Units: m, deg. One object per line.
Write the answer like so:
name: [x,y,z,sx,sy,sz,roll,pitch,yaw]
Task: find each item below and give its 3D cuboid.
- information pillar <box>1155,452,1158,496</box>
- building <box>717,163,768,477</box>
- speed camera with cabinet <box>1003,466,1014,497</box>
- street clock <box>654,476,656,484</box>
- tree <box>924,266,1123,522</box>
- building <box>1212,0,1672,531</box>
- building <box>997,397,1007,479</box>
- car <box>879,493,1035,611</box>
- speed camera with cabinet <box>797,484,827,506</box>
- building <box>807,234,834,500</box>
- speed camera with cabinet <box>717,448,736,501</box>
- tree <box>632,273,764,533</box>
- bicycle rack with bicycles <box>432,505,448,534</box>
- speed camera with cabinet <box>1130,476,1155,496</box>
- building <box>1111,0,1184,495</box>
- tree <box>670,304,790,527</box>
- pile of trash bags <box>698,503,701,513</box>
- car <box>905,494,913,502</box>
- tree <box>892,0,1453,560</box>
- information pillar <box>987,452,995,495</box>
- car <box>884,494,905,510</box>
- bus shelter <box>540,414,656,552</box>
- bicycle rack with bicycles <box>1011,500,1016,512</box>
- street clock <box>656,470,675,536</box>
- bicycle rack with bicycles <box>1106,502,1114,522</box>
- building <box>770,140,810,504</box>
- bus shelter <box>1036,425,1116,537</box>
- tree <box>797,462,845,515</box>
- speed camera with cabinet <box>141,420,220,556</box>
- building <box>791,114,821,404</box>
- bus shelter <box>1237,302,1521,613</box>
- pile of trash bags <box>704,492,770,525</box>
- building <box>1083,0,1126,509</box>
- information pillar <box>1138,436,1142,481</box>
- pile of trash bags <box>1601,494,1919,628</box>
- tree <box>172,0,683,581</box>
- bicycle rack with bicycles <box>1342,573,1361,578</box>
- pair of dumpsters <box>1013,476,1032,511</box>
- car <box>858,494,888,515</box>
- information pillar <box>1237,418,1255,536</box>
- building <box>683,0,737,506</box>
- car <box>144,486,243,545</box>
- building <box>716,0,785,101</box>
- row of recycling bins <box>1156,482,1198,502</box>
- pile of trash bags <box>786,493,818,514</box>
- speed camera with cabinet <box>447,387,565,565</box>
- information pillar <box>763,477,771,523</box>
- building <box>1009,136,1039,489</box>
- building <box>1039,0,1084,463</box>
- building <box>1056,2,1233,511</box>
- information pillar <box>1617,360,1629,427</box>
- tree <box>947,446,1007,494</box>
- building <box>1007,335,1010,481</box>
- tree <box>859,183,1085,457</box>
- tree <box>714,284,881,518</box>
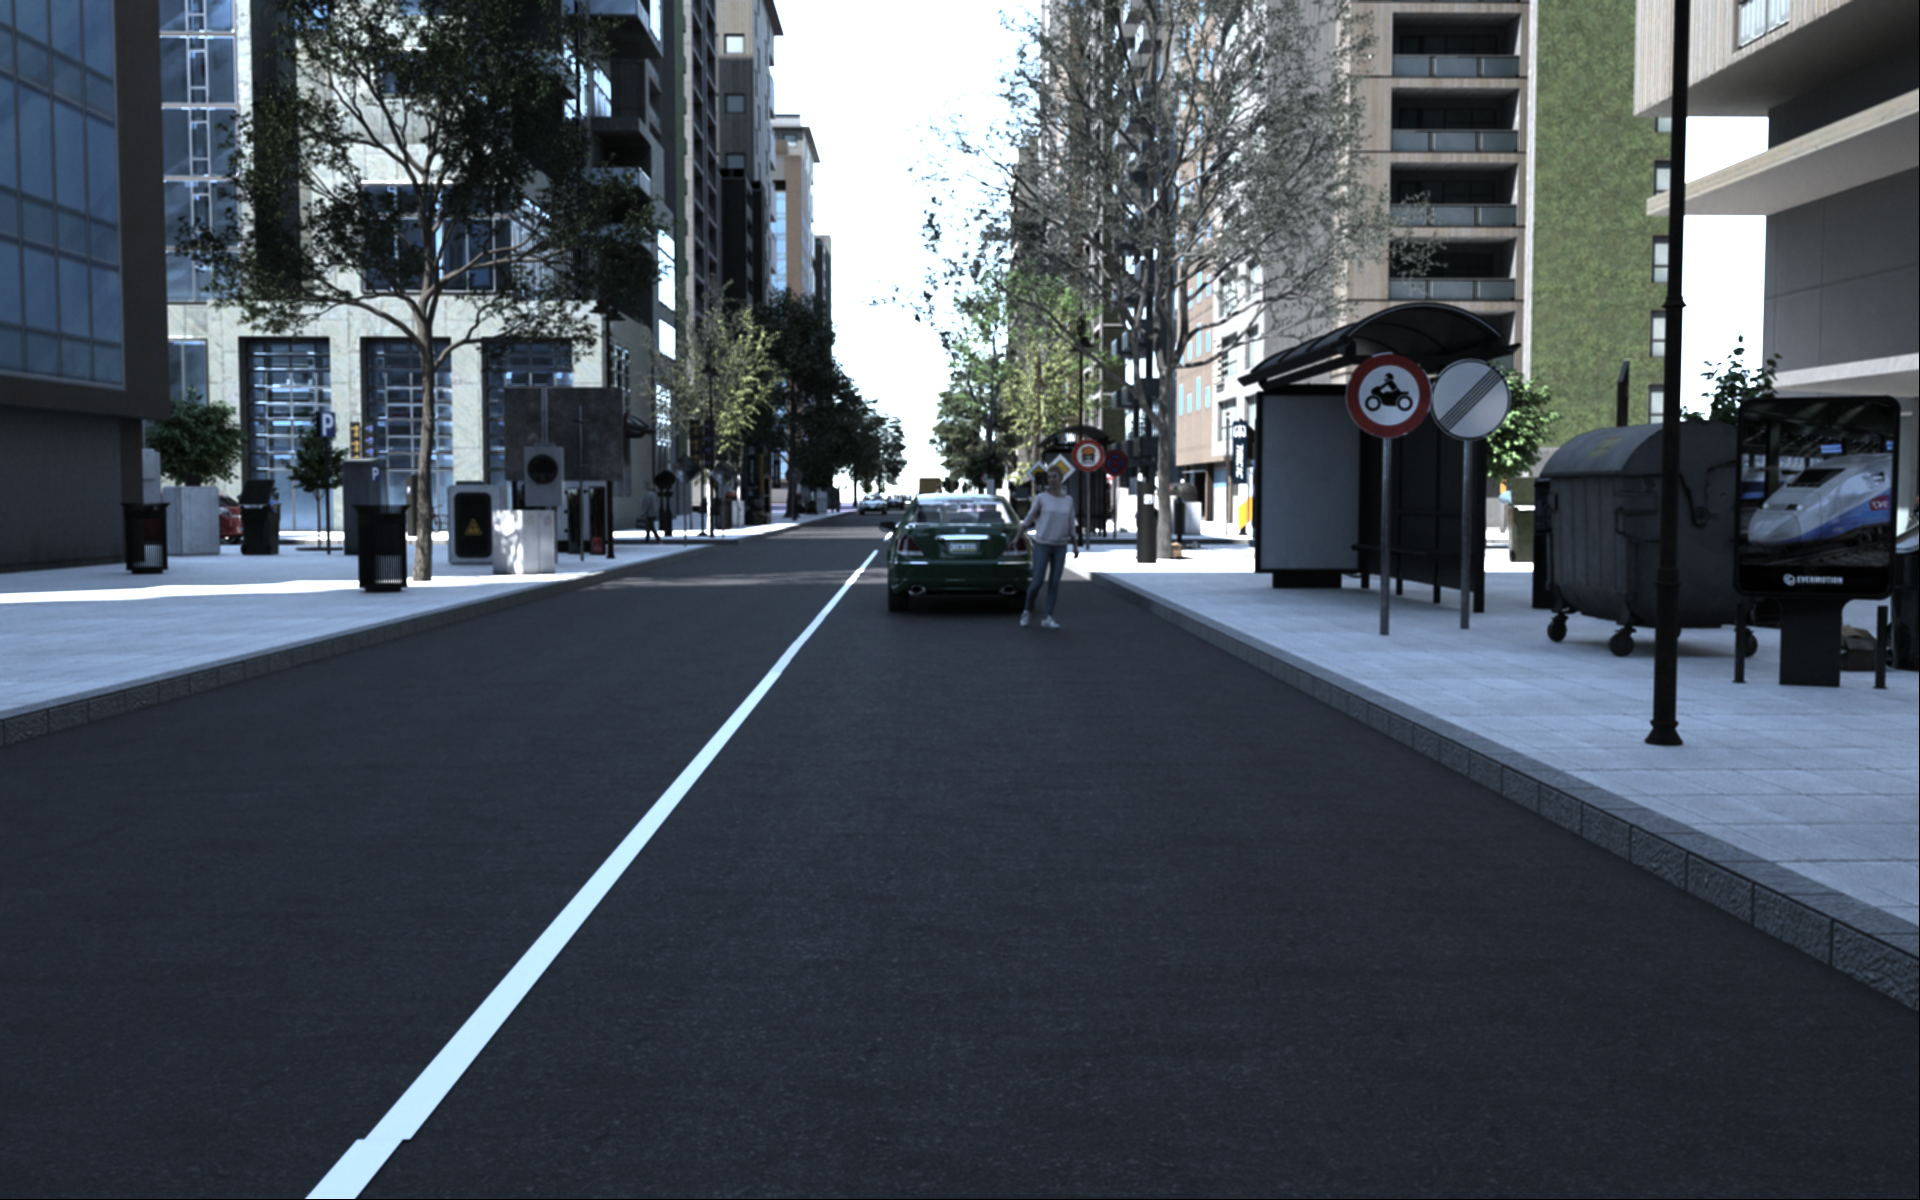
information pillar: [9.604,-5.599,82.900,0.504,3.616,0.183,1,4,18]
building: [-24.681,-23.326,153.088,14.160,30.474,14.107,0,4,-1]
speed camera with cabinet: [2.921,-7.723,120.600,0.660,3.252,2.038,3,5,44]
street clock: [-10.460,-3.435,60.733,0.471,2.002,0.358,-1,4,-19]
tree: [3.143,-9.218,76.469,9.928,11.665,9.643,0,3,0]
building: [17.616,-23.334,65.100,14.086,41.232,14.154,0,4,-1]
building: [20.186,-26.087,271.559,27.650,21.520,28.899,0,4,-1]
car: [-0.012,-0.666,22.687,2.131,1.459,4.920,0,4,-1]
speed camera with cabinet: [-10.049,-7.546,117.719,2.038,3.252,0.660,-2,4,-33]
building: [-26.808,-35.552,264.875,14.154,41.232,14.086,0,4,-1]
speed camera with cabinet: [-10.176,-4.964,75.500,0.660,3.252,2.038,0,4,-1]
tree: [-8.489,-6.515,56.877,4.360,8.622,3.978,0,3,0]
bicycle rack with bicycles: [-16.025,-2.621,56.229,2.852,0.926,2.925,-3,4,-39]
speed camera with cabinet: [9.763,-5.867,90.267,2.038,3.252,0.660,-3,4,-37]
building: [21.641,-30.008,110.236,23.786,49.044,30.456,0,4,-1]
tree: [-8.743,-7.103,66.493,4.737,8.622,4.395,0,3,0]
pile of trash bags: [-15.709,-6.388,114.199,3.447,1.369,1.912,3,5,45]
car: [-8.714,-16.606,283.311,2.131,1.459,4.920,0,4,-2]
tree: [3.898,-7.535,33.564,12.009,13.543,11.850,0,3,0]
information pillar: [1.705,-6.309,94.499,0.504,3.616,0.183,0,4,-4]
car: [-6.102,-9.251,161.040,2.009,1.686,4.222,0,4,1]
bus shelter: [-8.534,-2.852,40.556,2.014,3.302,5.546,0,4,-1]
bicycle rack with bicycles: [3.128,-5.452,102.528,2.925,0.926,2.852,-1,4,-12]
street clock: [-8.878,-2.941,52.654,0.471,2.002,0.358,3,5,43]
bicycle rack with bicycles: [6.347,-3.973,78.345,2.852,0.926,2.925,-3,4,-39]
building: [-26.806,-35.050,223.182,14.600,45.320,14.200,0,4,-1]
bus shelter: [3.515,-3.648,53.561,2.014,3.302,5.546,0,4,-1]
tree: [-8.836,-7.538,106.957,4.285,4.588,4.351,0,3,0]
speed camera with cabinet: [-16.404,-2.540,35.861,0.660,3.252,2.038,2,4,29]
building: [-34.448,-40.023,243.609,28.713,52.752,27.495,0,4,-1]
bus shelter: [4.857,-1.660,21.073,2.014,3.302,5.546,0,4,-1]
pile of trash bags: [-9.006,-3.754,71.134,1.912,1.369,3.447,0,4,7]
building: [18.936,-42.885,139.425,20.563,71.187,20.611,0,4,-1]
information pillar: [7.239,-4.789,69.656,0.183,3.616,0.504,0,4,-4]
pile of trash bags: [8.157,-0.449,17.087,3.447,1.369,1.912,1,4,15]
tree: [-7.608,-5.560,25.316,7.601,10.594,8.767,-2,4,-28]
bicycle rack with bicycles: [6.603,-0.833,27.003,2.925,0.926,2.852,1,4,13]
pair of dumpsters: [3.848,-5.717,95.959,1.574,2.255,4.437,0,4,-1]
car: [-6.084,-6.702,121.378,2.131,1.459,4.920,0,4,-1]
information pillar: [8.819,-3.791,53.344,0.504,3.616,0.183,0,4,-3]
building: [-27.438,-42.560,134.102,20.563,71.187,20.611,0,4,-1]
car: [-21.286,-2.269,46.131,4.494,1.783,2.155,0,4,-1]
building: [-32.689,-35.705,173.009,28.713,52.752,27.495,0,4,-1]
row of recycling bins: [7.819,-3.372,62.240,1.069,1.692,3.534,0,4,-5]
pile of trash bags: [-10.463,-6.362,113.778,1.912,1.369,3.447,-1,4,-13]
speed camera with cabinet: [-8.319,-2.288,31.750,2.038,3.252,0.660,0,4,-7]
information pillar: [-8.504,-4.403,76.474,0.304,2.012,0.304,0,4,5]
building: [17.766,-37.094,230.191,21.300,48.544,21.600,0,4,-1]
building: [18.636,-38.972,179.192,21.231,58.520,28.212,0,4,-1]
building: [16.236,-31.073,158.159,14.600,45.320,14.200,0,4,-1]
information pillar: [11.496,-2.370,30.102,0.183,3.616,0.504,2,4,33]
tree: [1.660,-8.169,117.275,4.285,4.588,4.351,0,3,0]
building: [13.680,-29.214,249.350,14.160,30.474,14.107,0,4,-1]
tree: [0.586,-15.342,106.738,12.611,20.169,13.585,0,3,0]
tree: [-9.135,-10.870,94.729,9.611,12.733,9.660,0,3,0]
